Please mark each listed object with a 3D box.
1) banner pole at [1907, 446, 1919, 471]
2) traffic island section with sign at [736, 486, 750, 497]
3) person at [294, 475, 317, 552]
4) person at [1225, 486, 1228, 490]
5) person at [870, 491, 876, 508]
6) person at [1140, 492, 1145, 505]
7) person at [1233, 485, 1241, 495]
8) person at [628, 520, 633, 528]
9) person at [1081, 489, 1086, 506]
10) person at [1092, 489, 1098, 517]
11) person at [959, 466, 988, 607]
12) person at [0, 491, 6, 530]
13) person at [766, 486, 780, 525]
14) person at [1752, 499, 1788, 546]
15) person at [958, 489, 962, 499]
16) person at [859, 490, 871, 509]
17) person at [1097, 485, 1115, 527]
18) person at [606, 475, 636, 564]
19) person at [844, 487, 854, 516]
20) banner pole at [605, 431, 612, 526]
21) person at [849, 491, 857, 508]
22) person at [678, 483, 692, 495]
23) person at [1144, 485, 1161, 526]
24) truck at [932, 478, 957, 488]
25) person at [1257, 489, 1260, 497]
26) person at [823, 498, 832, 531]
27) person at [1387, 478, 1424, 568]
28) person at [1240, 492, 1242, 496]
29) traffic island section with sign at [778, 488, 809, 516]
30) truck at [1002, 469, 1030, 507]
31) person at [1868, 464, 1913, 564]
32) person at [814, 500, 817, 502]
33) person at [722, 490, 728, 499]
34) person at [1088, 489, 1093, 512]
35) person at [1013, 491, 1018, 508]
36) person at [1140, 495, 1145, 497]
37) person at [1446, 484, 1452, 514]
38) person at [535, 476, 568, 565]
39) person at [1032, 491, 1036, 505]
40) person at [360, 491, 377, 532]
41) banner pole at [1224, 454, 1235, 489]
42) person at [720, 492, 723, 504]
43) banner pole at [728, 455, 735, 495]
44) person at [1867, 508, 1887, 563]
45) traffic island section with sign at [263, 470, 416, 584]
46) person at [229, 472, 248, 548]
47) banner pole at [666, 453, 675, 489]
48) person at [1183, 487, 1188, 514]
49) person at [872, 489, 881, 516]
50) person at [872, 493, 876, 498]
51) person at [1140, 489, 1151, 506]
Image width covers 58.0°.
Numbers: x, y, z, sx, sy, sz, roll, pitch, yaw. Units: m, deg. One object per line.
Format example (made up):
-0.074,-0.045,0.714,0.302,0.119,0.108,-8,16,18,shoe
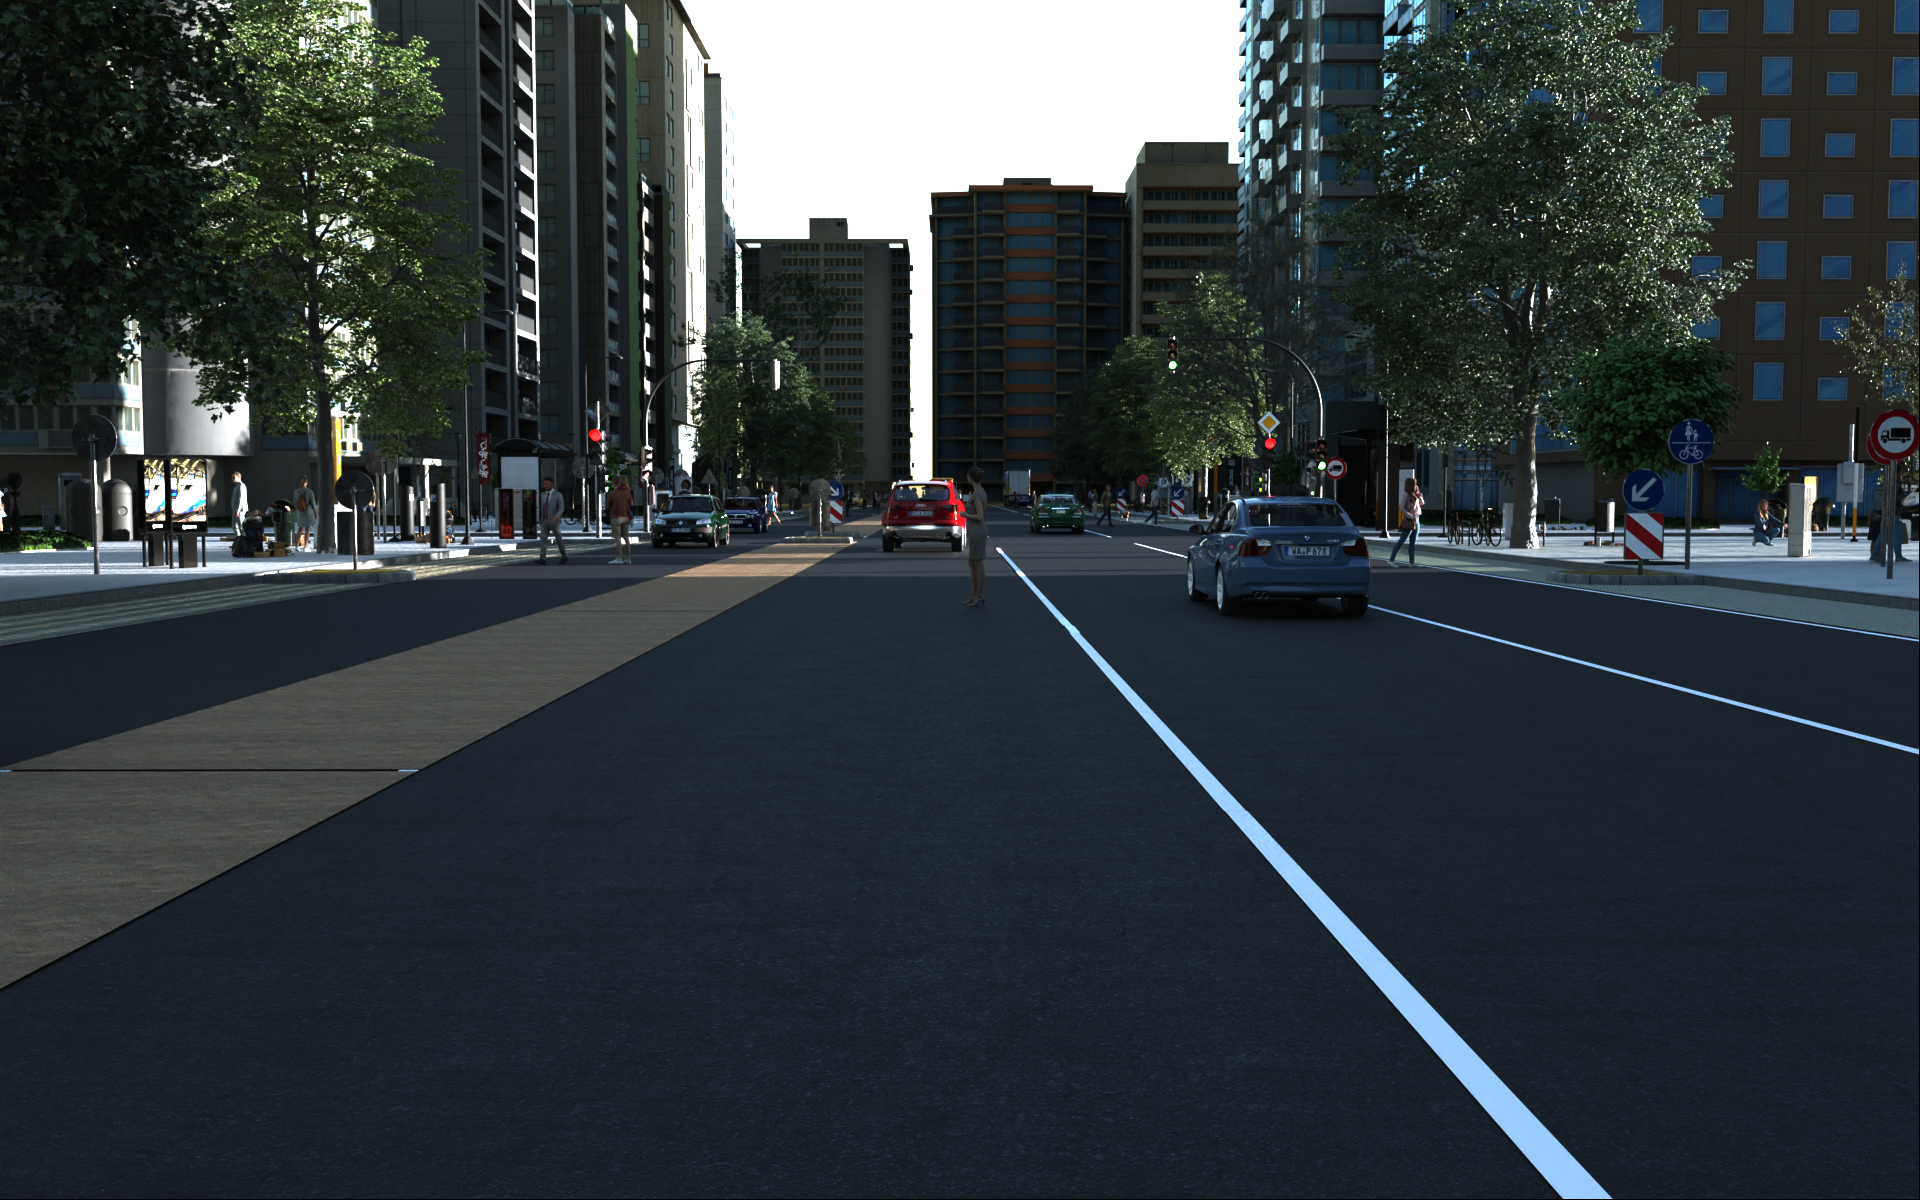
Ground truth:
34.174,-4.405,62.033,0.401,3.779,0.863,-3,4,-36,banner pole
-10.451,-4.589,83.660,1.989,1.847,2.006,0,4,0,traffic island section with sign
-14.652,-1.936,38.700,0.512,1.701,0.522,0,4,-3,person
17.549,-6.629,114.693,0.850,1.792,0.678,1,4,14,person
-8.827,-10.402,179.256,1.217,1.739,0.721,-3,5,-42,person
21.109,-11.835,200.219,0.621,1.740,0.551,1,4,19,person
15.817,-5.691,99.114,0.581,1.822,0.654,1,4,8,person
-12.659,-3.373,65.437,0.590,1.304,0.306,-1,4,-9,person
13.550,-11.237,189.704,0.705,1.831,1.348,3,4,37,person
8.544,-6.182,110.124,0.362,1.759,0.519,-1,4,-11,person
0.174,-0.809,22.069,0.374,1.781,0.599,0,4,6,person
-27.788,-2.673,49.838,0.778,1.811,0.616,-3,5,-43,person
-8.638,-4.340,79.552,0.616,1.811,0.778,3,5,44,person
20.042,-1.916,42.869,1.012,1.151,0.738,-1,4,-18,person
0.023,-7.268,127.723,0.834,1.777,0.661,3,4,37,person
-9.302,-9.815,169.066,1.348,1.812,0.705,2,4,26,person
6.379,-4.116,75.713,0.836,1.842,0.656,1,4,13,person
-6.970,-1.663,35.666,0.573,1.828,0.580,0,4,2,person
-7.154,-6.345,111.600,0.474,1.900,0.648,2,4,34,person
-13.994,-4.829,68.969,0.401,3.779,0.863,1,4,12,banner pole
-11.049,-10.202,176.018,1.217,1.736,0.721,-1,4,-21,person
-10.387,-3.479,65.154,0.659,1.850,0.755,-1,4,-19,person
8.584,-4.210,77.174,0.795,1.843,0.661,0,4,5,person
-2.176,-12.757,204.494,3.469,3.379,9.791,0,4,1,truck
15.924,-5.214,91.263,0.622,1.834,0.822,1,4,13,person
-5.120,-3.439,65.093,0.532,1.782,0.716,-2,4,-29,person
8.669,-1.503,33.667,0.643,1.750,0.593,2,4,35,person
19.304,-7.008,120.593,0.622,1.834,0.822,-3,5,-42,person
-10.623,-6.272,111.178,1.989,1.847,2.006,0,4,0,traffic island section with sign
6.472,-12.924,200.227,2.839,4.237,11.283,0,4,-2,truck
16.915,-1.555,31.449,0.713,1.824,0.794,2,4,26,person
-17.050,-12.125,205.000,1.217,1.736,0.721,-2,4,-31,person
-23.962,-10.377,176.505,0.742,1.727,0.445,1,4,23,person
10.299,-7.745,134.995,0.599,1.838,0.709,-1,4,-12,person
5.909,-10.625,182.938,0.721,1.743,1.217,-2,4,-28,person
21.764,-12.373,209.060,1.217,1.735,0.721,-1,4,-18,person
24.109,-4.839,85.588,0.534,1.772,0.576,-3,5,-40,person
-8.308,-1.620,35.256,0.678,1.792,0.850,2,4,25,person
8.506,-11.567,198.175,0.434,1.755,0.990,-1,4,-19,person
-20.001,-3.197,58.223,0.836,1.842,0.656,2,4,25,person
16.181,-6.989,104.292,0.863,3.779,0.401,0,4,-4,banner pole
-21.005,-8.847,151.251,0.990,1.755,0.434,1,4,18,person
-14.597,-7.391,110.860,0.863,3.779,0.401,3,5,43,banner pole
17.082,-1.315,32.216,0.373,1.253,0.362,-2,4,-30,person
-10.081,-1.211,28.428,1.989,1.847,2.006,0,4,0,traffic island section with sign
-17.083,-2.134,41.037,0.391,1.810,0.635,-3,4,-36,person
-17.719,-7.082,105.800,0.401,3.779,0.863,2,4,35,banner pole
14.084,-6.268,109.096,0.524,1.755,0.480,-2,4,-24,person
-5.553,-6.501,115.381,0.643,1.750,0.593,1,4,12,person
-10.062,-11.897,202.876,0.599,1.838,0.709,3,5,42,person
20.025,-11.021,186.231,1.348,1.824,0.705,0,4,-1,person
